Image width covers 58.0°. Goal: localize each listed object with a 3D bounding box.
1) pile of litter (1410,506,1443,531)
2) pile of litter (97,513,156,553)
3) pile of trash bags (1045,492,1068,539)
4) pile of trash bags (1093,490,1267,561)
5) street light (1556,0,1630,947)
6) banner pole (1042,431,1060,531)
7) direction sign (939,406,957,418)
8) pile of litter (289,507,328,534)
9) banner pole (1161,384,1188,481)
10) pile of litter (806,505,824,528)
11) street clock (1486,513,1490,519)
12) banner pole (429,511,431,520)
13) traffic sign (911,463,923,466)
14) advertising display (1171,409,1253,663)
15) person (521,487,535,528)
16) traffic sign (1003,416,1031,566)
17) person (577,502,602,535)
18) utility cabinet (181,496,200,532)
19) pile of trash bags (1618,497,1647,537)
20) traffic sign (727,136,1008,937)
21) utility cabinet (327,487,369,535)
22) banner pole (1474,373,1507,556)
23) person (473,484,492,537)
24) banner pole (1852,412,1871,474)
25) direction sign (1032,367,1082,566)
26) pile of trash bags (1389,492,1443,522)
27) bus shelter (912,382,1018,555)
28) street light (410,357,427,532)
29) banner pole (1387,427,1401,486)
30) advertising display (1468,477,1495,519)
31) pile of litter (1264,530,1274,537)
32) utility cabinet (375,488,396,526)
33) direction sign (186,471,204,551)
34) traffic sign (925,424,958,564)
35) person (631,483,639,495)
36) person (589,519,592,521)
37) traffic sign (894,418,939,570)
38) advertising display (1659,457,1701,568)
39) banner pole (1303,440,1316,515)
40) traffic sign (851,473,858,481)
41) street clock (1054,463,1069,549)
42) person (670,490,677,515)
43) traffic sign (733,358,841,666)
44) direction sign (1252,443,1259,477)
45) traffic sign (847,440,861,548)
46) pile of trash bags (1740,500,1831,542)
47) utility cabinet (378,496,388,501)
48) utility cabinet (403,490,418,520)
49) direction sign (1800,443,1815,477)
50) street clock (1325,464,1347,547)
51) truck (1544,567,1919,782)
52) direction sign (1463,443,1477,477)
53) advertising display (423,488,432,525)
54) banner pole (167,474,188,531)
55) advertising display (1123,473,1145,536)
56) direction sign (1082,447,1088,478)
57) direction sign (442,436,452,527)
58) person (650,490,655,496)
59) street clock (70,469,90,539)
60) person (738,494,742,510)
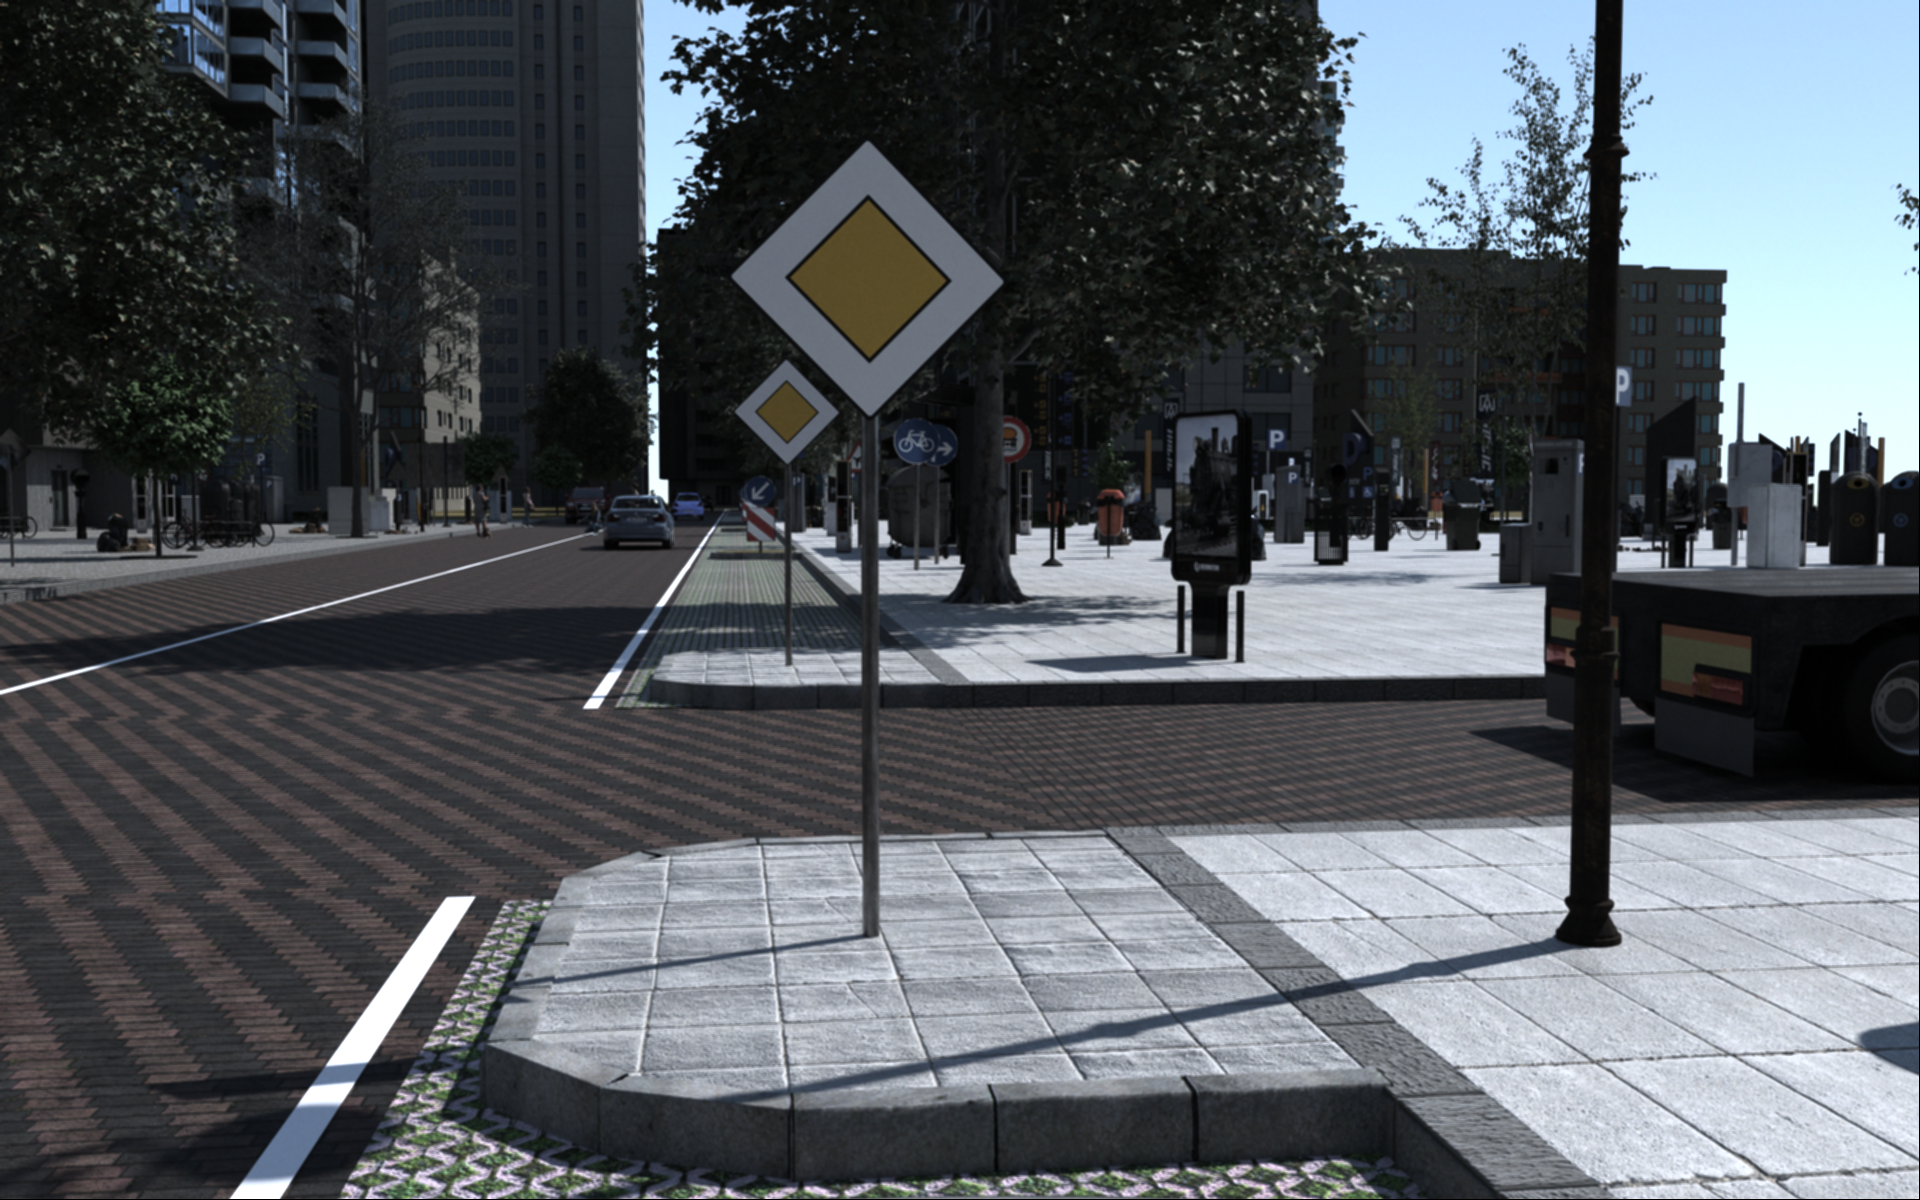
[{"bbox_3d":[16.563,-2.887,61.162,1.719,0.858,1.176,-2,4,-35],"label":"pile of litter"},{"bbox_3d":[-18.603,-1.519,38.806,1.176,0.858,1.719,1,4,18],"label":"pile of litter"},{"bbox_3d":[4.084,-2.400,48.991,3.447,1.369,1.912,1,4,18],"label":"pile of trash bags"},{"bbox_3d":[4.381,-1.506,34.382,3.447,1.369,1.912,1,4,14],"label":"pile of trash bags"},{"bbox_3d":[1.811,-1.959,4.810,0.468,5.910,1.993,0,4,-7],"label":"street light"},{"bbox_3d":[3.210,-4.279,59.986,0.863,3.779,0.401,1,4,17],"label":"banner pole"},{"bbox_3d":[-0.165,-3.218,44.612,0.876,3.537,0.379,2,4,35],"label":"direction sign"},{"bbox_3d":[-21.342,-2.621,56.811,1.176,0.858,1.719,-2,4,-35],"label":"pile of litter"},{"bbox_3d":[4.941,-3.029,39.544,0.863,3.779,0.401,3,5,44],"label":"banner pole"},{"bbox_3d":[-5.513,-3.181,65.977,1.719,0.858,1.176,1,4,16],"label":"pile of litter"},{"bbox_3d":[22.944,-4.324,75.270,0.471,2.002,0.358,-2,4,-26],"label":"street clock"},{"bbox_3d":[-25.800,-5.804,84.918,0.863,3.779,0.401,-3,5,-42],"label":"banner pole"},{"bbox_3d":[-1.403,-3.485,56.984,0.884,2.594,0.081,0,4,0],"label":"traffic sign"},{"bbox_3d":[1.957,-0.509,13.542,0.123,1.923,0.974,-2,4,-24],"label":"advertising display"},{"bbox_3d":[-18.584,-3.987,74.275,0.643,1.750,0.593,-3,5,-40],"label":"person"},{"bbox_3d":[0.776,-1.724,28.285,0.768,2.556,0.104,0,4,2],"label":"traffic sign"},{"bbox_3d":[-12.754,-2.827,60.228,0.738,1.151,1.012,-3,5,-42],"label":"person"},{"bbox_3d":[-24.779,-2.766,56.385,1.020,1.237,0.306,-2,4,-26],"label":"utility cabinet"},{"bbox_3d":[20.178,-2.611,52.436,1.912,1.369,3.447,-2,4,-32],"label":"pile of trash bags"},{"bbox_3d":[-0.261,-0.081,4.969,0.795,2.450,0.064,0,4,-7],"label":"traffic sign"},{"bbox_3d":[-19.050,-2.768,53.932,1.173,1.500,0.318,-2,4,-29],"label":"utility cabinet"},{"bbox_3d":[11.127,-2.822,36.160,0.401,3.779,0.863,-3,5,-42],"label":"banner pole"},{"bbox_3d":[-16.036,-3.026,58.326,0.716,1.782,0.532,2,4,28],"label":"person"},{"bbox_3d":[27.566,-3.851,52.987,0.863,3.779,0.401,-3,5,-43],"label":"banner pole"},{"bbox_3d":[1.646,-2.373,30.797,0.876,3.537,0.379,3,4,38],"label":"direction sign"},{"bbox_3d":[20.726,-4.327,80.495,3.447,1.369,1.912,0,4,1],"label":"pile of trash bags"},{"bbox_3d":[0.034,-2.954,39.576,1.731,3.624,6.357,0,4,-8],"label":"bus shelter"},{"bbox_3d":[-18.261,-5.251,58.647,0.468,5.910,1.993,0,4,-7],"label":"street light"},{"bbox_3d":[16.172,-4.573,64.791,0.863,3.779,0.401,-2,4,-30],"label":"banner pole"},{"bbox_3d":[19.448,-3.635,64.638,0.974,1.923,0.123,0,4,5],"label":"advertising display"},{"bbox_3d":[8.571,-2.293,51.452,1.719,0.858,1.176,0,4,6],"label":"pile of litter"},{"bbox_3d":[-22.873,-3.687,68.969,0.318,1.500,1.173,0,4,8],"label":"utility cabinet"},{"bbox_3d":[-17.306,-2.880,39.082,0.379,3.537,0.876,-2,4,-31],"label":"direction sign"},{"bbox_3d":[-0.424,-1.933,31.714,0.768,2.556,0.104,0,4,2],"label":"traffic sign"},{"bbox_3d":[-10.180,-2.760,53.962,0.374,1.781,0.599,-1,4,-19],"label":"person"},{"bbox_3d":[-19.500,-5.122,91.878,1.348,1.869,0.705,-1,4,-14],"label":"person"},{"bbox_3d":[-0.731,-1.773,29.103,0.768,2.556,0.104,0,4,-3],"label":"traffic sign"},{"bbox_3d":[12.515,-1.527,30.174,0.974,1.923,0.123,-2,4,-35],"label":"advertising display"},{"bbox_3d":[16.373,-5.563,80.969,0.401,3.779,0.863,-3,5,-40],"label":"banner pole"},{"bbox_3d":[-4.498,-4.298,70.374,0.768,2.556,0.104,0,4,-5],"label":"traffic sign"},{"bbox_3d":[2.345,-2.175,40.133,0.358,2.002,0.471,0,4,4],"label":"street clock"},{"bbox_3d":[-18.853,-6.457,114.794,0.721,1.735,1.217,-3,5,-42],"label":"person"},{"bbox_3d":[-1.284,-0.566,12.889,0.795,2.450,0.064,0,4,-7],"label":"traffic sign"},{"bbox_3d":[13.027,-5.226,77.445,0.379,3.537,0.876,-2,4,-32],"label":"direction sign"},{"bbox_3d":[-2.422,-2.538,41.502,0.884,2.594,0.081,0,4,-4],"label":"traffic sign"},{"bbox_3d":[22.784,-2.321,47.708,1.912,1.369,3.447,-1,4,-19],"label":"pile of trash bags"},{"bbox_3d":[-20.698,-3.121,62.188,0.306,1.237,1.020,-1,4,-17],"label":"utility cabinet"},{"bbox_3d":[-26.895,-4.668,84.999,0.318,1.500,1.173,1,4,22],"label":"utility cabinet"},{"bbox_3d":[37.824,-5.228,77.479,0.379,3.537,0.876,-1,4,-22],"label":"direction sign"},{"bbox_3d":[9.056,-2.275,41.773,0.471,2.002,0.358,-2,4,-25],"label":"street clock"},{"bbox_3d":[13.062,-1.260,10.354,18.799,4.110,2.967,0,4,-5],"label":"truck"},{"bbox_3d":[22.608,-5.180,76.694,0.379,3.537,0.876,-2,4,-31],"label":"direction sign"},{"bbox_3d":[-22.441,-4.120,72.577,0.974,1.923,0.123,3,5,41],"label":"advertising display"},{"bbox_3d":[-27.415,-4.328,60.784,0.863,3.779,0.401,-2,4,-23],"label":"banner pole"},{"bbox_3d":[5.326,-2.930,53.116,0.123,1.923,0.974,-2,4,-29],"label":"advertising display"},{"bbox_3d":[5.733,-5.570,83.058,0.876,3.537,0.379,-2,4,-28],"label":"direction sign"},{"bbox_3d":[-20.107,-4.633,67.746,0.379,3.537,0.876,-1,4,-23],"label":"direction sign"},{"bbox_3d":[-20.624,-6.530,116.068,0.445,1.727,0.742,0,4,-1],"label":"person"},{"bbox_3d":[-25.079,-2.742,49.401,0.358,2.002,0.471,2,4,28],"label":"street clock"},{"bbox_3d":[-18.938,-8.530,149.442,0.415,1.643,0.593,-1,4,-10],"label":"person"}]
